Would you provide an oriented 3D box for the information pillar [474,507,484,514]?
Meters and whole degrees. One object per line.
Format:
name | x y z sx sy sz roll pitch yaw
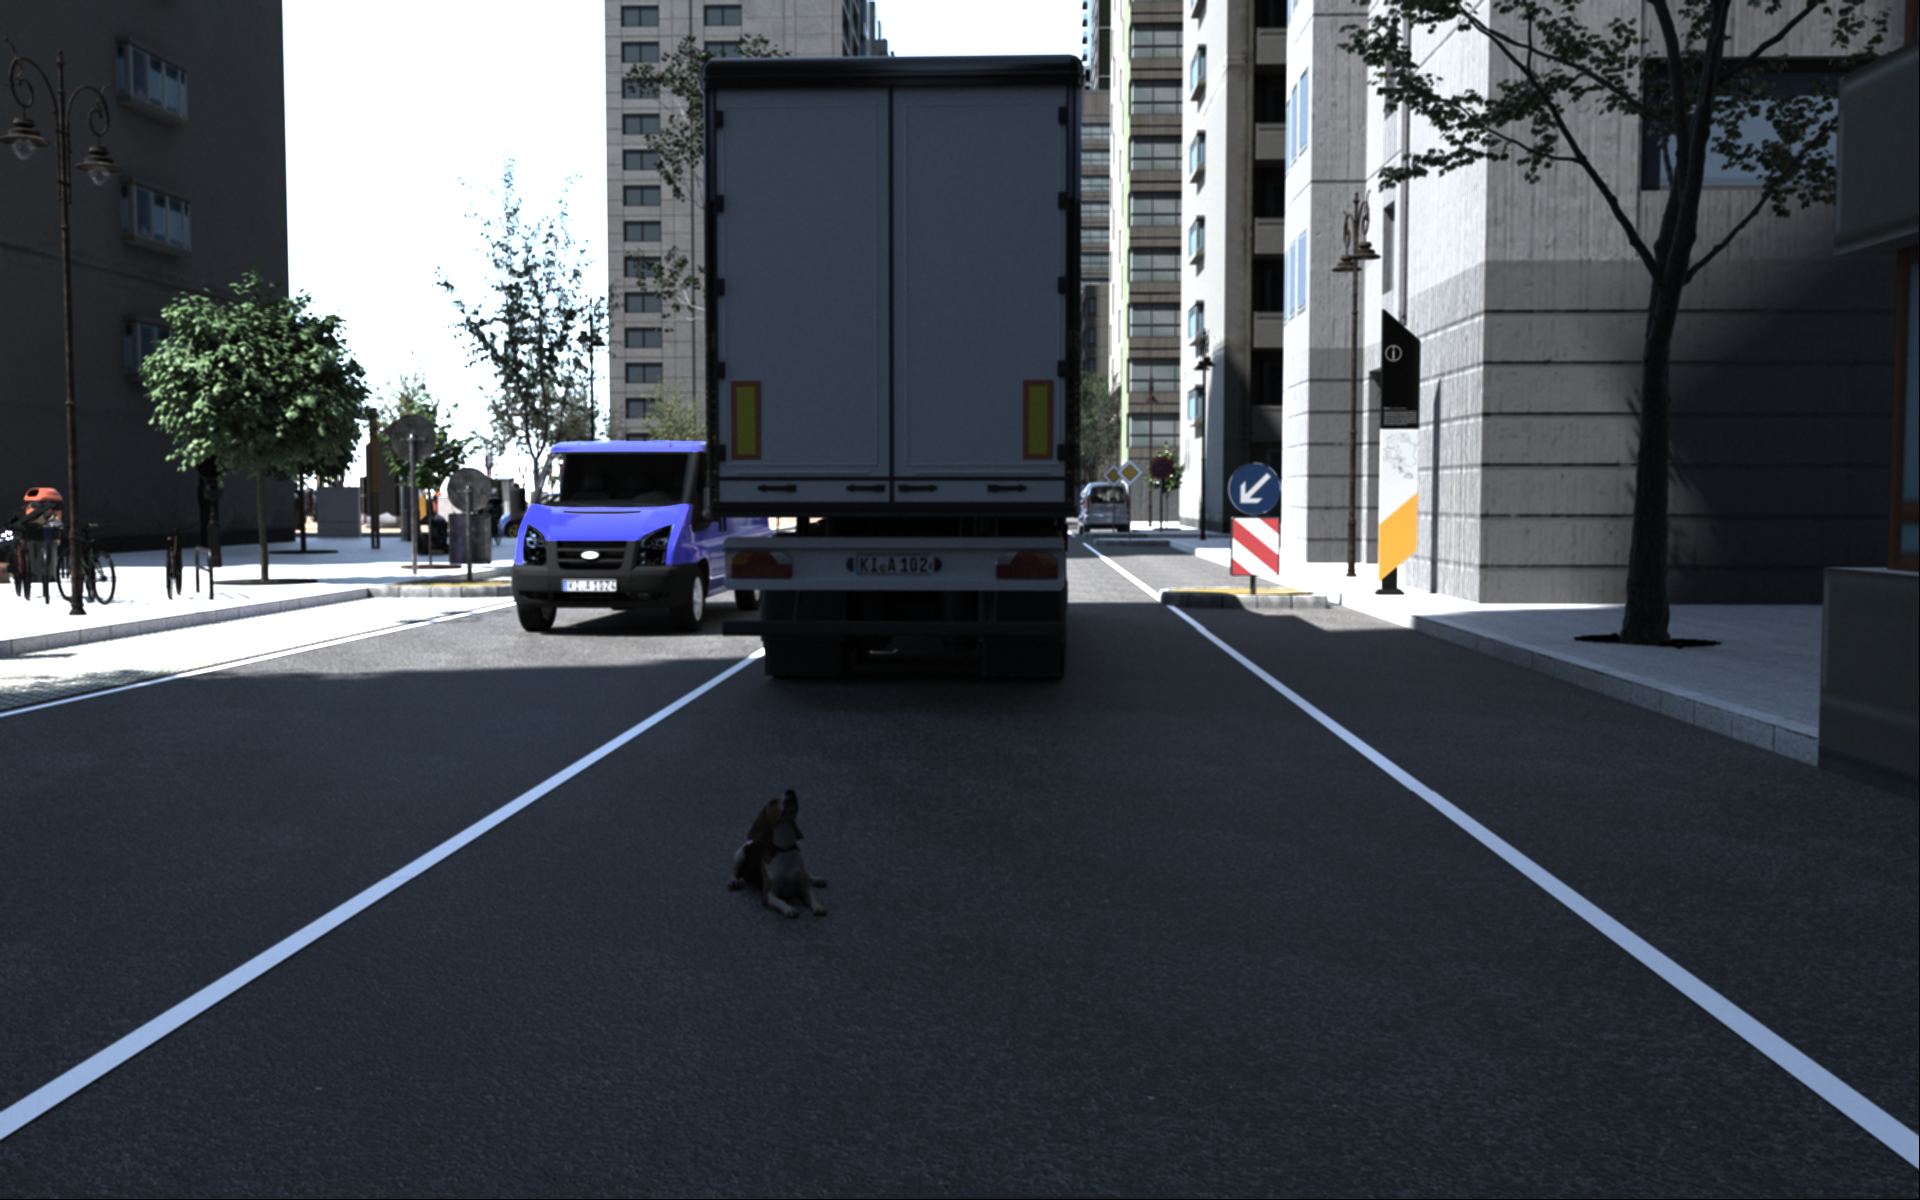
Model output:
information pillar | -18.759 -3.853 67.485 0.304 2.012 0.304 -3 4 -38

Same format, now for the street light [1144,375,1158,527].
street light | 7.397 -5.774 67.199 0.468 5.910 1.993 0 4 2

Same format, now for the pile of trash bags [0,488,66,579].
pile of trash bags | -14.974 -1.051 26.930 3.447 1.369 1.912 2 4 33

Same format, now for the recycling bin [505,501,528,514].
recycling bin | -15.806 -3.011 61.779 0.722 1.027 0.722 0 4 -5

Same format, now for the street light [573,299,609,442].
street light | -8.631 -4.152 40.671 0.468 5.910 1.993 0 4 2

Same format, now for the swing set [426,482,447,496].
swing set | -34.394 -7.294 116.881 2.862 2.851 3.119 1 4 16

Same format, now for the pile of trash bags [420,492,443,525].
pile of trash bags | -23.439 -4.173 77.979 1.912 1.369 3.447 1 4 19

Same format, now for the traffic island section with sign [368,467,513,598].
traffic island section with sign | -7.119 -0.981 24.674 1.989 1.847 2.006 0 4 2

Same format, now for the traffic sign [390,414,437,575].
traffic sign | -8.690 -1.677 27.525 0.768 2.556 0.104 0 4 5

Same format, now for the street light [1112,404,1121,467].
street light | 8.051 -7.088 88.669 0.468 5.910 1.993 0 4 2

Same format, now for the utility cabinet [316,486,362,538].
utility cabinet | -17.974 -2.537 50.155 1.173 1.500 0.318 0 4 -4

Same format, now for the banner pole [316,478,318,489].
banner pole | -46.990 -8.403 127.410 0.863 3.779 0.401 0 4 4

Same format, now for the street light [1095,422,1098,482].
street light | 8.685 -8.411 110.312 0.468 5.910 1.993 0 4 2

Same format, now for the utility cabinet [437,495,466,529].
utility cabinet | -18.763 -3.228 63.944 1.020 1.237 0.306 1 4 14

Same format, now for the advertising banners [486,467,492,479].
advertising banners | -28.807 -6.850 108.181 2.074 3.025 0.090 2 4 27

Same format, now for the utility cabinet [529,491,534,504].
utility cabinet | -28.943 -6.741 118.901 1.173 1.500 0.318 -1 4 -20

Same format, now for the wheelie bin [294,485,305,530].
wheelie bin | -23.749 -3.287 61.653 0.693 1.594 0.980 -3 5 -41

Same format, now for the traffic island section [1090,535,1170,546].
traffic island section | 4.817 -1.634 48.998 2.009 0.180 2.903 0 4 2

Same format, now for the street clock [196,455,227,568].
street clock | -13.033 -1.569 30.230 0.471 2.002 0.358 -1 4 -9

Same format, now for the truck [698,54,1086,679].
truck | -0.169 -1.700 16.716 2.839 4.237 11.283 0 4 3

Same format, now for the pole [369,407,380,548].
pole | -13.813 -2.874 40.839 0.158 3.312 0.155 0 3 0

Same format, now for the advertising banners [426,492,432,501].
advertising banners | -27.690 -5.713 89.594 0.090 3.025 2.074 0 4 1

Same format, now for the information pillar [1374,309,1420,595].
information pillar | 5.558 -1.873 21.979 0.504 3.616 0.183 0 4 3

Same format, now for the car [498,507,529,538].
car | -12.231 -2.646 52.854 3.694 1.707 1.945 0 4 3

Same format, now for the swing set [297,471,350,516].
swing set | -24.580 -4.142 65.347 3.119 2.851 2.862 1 4 13

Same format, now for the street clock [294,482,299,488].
street clock | -39.299 -5.976 102.279 0.358 2.002 0.471 3 4 38

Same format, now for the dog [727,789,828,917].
dog | -0.600 0.854 6.237 0.550 0.427 0.748 1 4 22

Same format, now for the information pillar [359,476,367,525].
information pillar | -24.732 -4.127 71.962 0.304 2.012 0.304 3 5 44

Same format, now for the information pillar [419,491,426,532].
information pillar | -18.442 -4.133 58.925 0.504 3.616 0.183 0 4 -6

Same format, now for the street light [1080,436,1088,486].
street light | 9.520 -9.711 131.556 0.468 5.910 1.993 0 4 2

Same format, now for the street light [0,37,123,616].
street light | -9.356 -2.777 18.186 0.468 5.910 1.993 0 4 2

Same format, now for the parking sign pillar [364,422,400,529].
parking sign pillar | -21.550 -4.666 64.760 1.447 3.967 1.447 1 4 17

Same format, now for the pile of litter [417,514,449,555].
pile of litter | -10.922 -1.408 36.987 1.176 0.858 1.719 3 5 39

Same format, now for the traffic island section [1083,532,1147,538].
traffic island section | 5.075 -2.122 56.979 2.009 0.180 2.903 0 4 2

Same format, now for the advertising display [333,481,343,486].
advertising display | -30.083 -4.804 83.759 0.123 1.923 0.974 0 4 2

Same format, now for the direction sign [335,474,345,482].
direction sign | -40.100 -7.336 111.932 0.379 3.537 0.876 2 4 28

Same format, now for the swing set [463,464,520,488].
swing set | -24.688 -5.755 91.716 3.119 2.851 2.862 -1 4 -9

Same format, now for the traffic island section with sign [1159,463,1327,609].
traffic island section with sign | 3.639 -0.857 22.643 1.989 1.847 2.006 0 4 2

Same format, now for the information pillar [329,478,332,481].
information pillar | -48.218 -8.635 132.534 0.183 3.616 0.504 1 4 19

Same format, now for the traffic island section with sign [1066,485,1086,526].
traffic island section with sign | 5.484 -4.346 79.686 1.989 1.847 2.006 0 4 2

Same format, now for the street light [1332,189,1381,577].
street light | 6.070 -3.297 26.690 0.468 5.910 1.993 0 4 2

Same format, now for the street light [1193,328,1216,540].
street light | 6.821 -4.628 48.455 0.468 5.910 1.993 0 4 2
